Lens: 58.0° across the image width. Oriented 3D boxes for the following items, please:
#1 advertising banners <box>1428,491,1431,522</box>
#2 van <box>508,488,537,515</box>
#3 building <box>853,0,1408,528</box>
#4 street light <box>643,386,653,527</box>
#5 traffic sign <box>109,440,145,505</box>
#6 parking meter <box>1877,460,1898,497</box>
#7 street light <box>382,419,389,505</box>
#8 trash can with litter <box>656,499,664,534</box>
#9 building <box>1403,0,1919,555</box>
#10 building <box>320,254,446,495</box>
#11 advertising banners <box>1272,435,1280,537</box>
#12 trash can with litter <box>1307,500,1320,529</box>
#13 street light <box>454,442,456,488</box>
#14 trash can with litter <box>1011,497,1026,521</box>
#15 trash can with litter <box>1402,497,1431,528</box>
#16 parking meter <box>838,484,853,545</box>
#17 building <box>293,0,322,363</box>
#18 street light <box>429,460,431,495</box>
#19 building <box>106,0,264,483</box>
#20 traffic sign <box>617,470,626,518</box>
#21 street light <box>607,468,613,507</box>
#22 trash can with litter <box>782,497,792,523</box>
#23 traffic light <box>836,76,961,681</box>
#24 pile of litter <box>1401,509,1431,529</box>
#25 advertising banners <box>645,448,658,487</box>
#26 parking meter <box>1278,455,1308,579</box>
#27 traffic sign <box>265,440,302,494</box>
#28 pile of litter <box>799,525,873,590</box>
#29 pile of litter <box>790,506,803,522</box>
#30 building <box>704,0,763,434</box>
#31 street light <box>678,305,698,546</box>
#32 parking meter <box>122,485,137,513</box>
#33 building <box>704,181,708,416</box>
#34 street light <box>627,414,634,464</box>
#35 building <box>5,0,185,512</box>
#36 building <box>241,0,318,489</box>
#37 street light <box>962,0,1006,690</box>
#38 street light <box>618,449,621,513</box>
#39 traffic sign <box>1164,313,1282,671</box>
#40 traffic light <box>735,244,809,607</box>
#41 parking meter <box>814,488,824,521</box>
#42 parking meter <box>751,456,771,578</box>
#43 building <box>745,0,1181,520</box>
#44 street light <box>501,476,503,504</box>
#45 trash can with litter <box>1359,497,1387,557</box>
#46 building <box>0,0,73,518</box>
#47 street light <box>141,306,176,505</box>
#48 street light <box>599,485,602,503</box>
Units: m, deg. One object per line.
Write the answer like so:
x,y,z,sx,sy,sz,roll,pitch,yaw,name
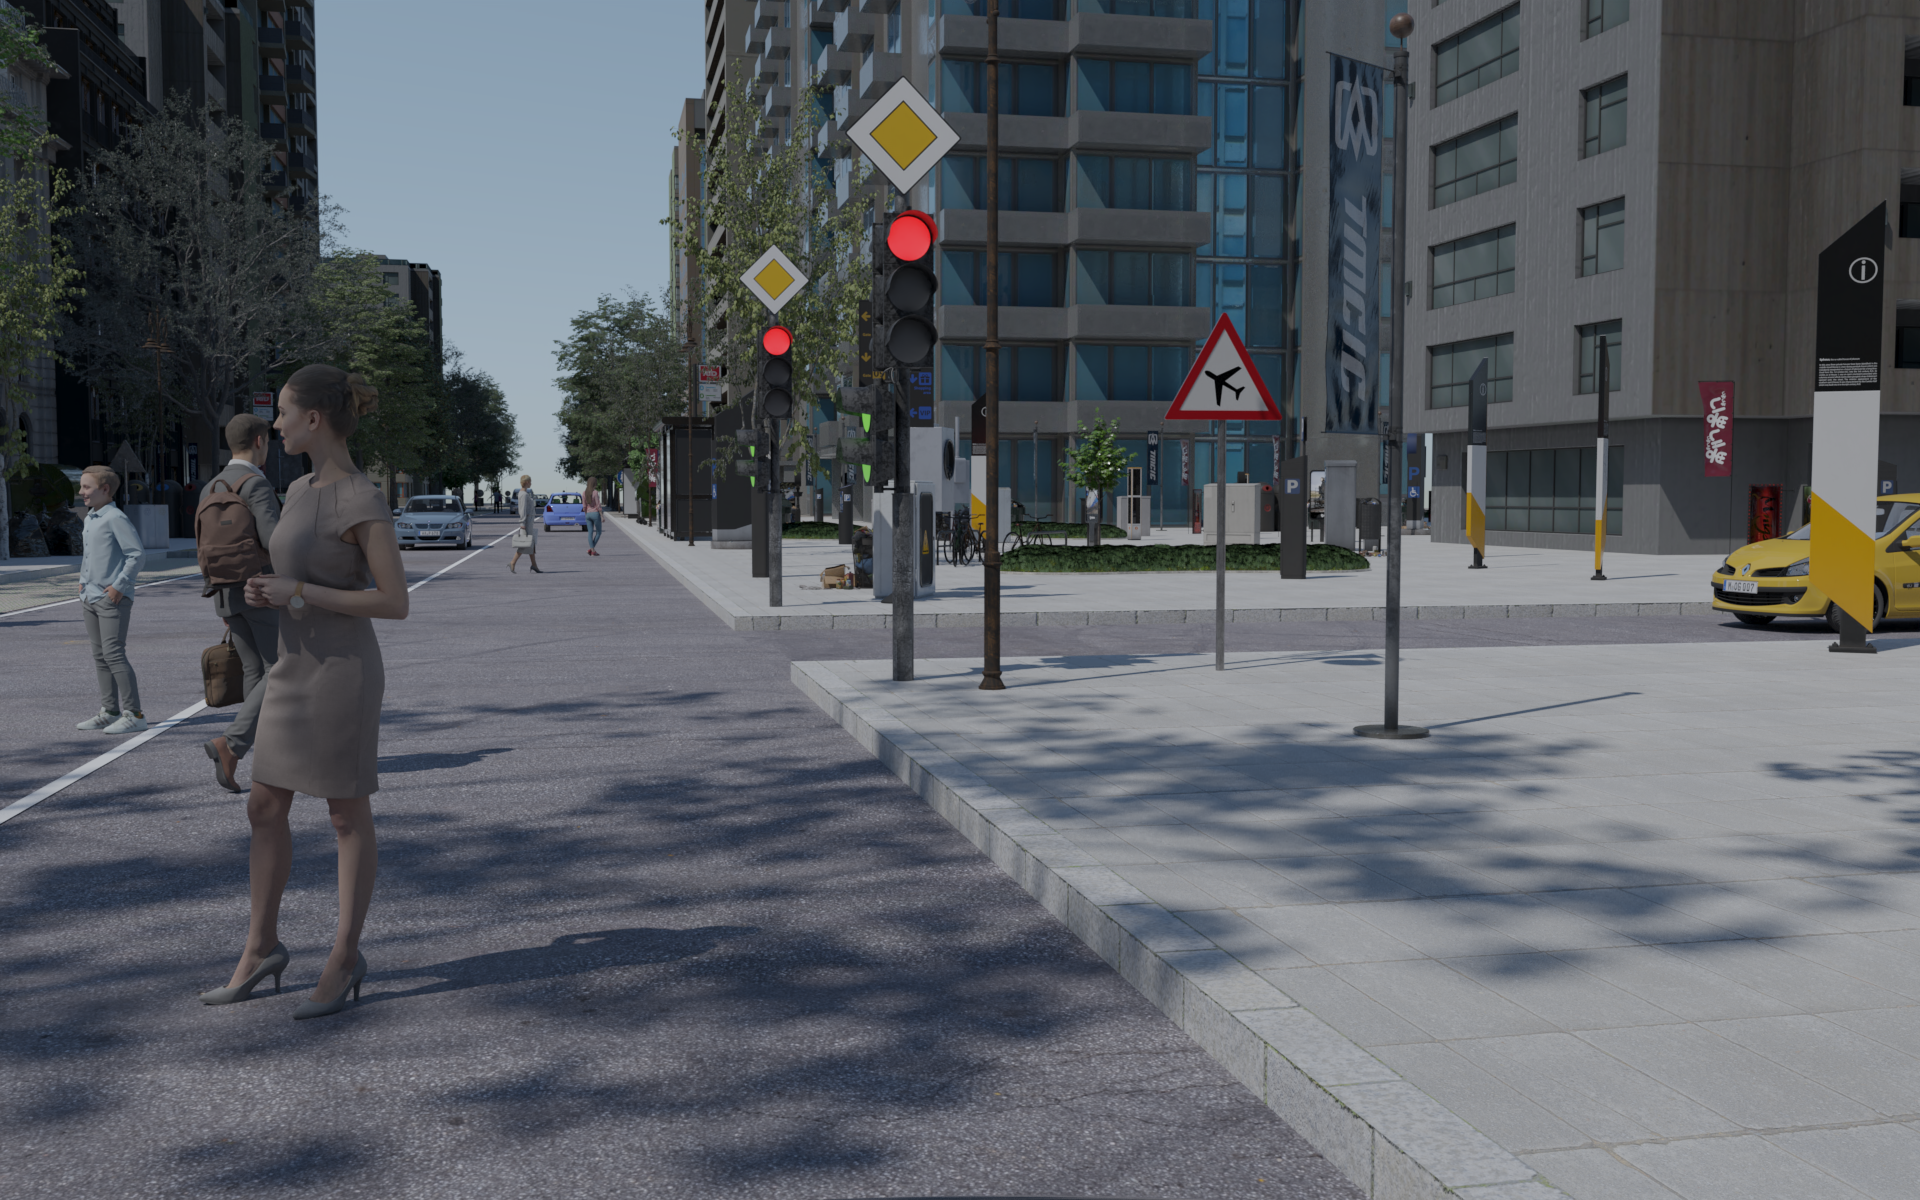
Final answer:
21.797,-5.097,79.516,2.074,3.025,0.090,1,4,21,advertising banners
-30.787,-7.031,121.970,2.013,2.044,4.112,-1,4,-12,van
5.687,-28.026,77.841,23.786,49.044,30.456,-1,4,-12,building
-12.121,-5.801,67.636,0.468,5.910,1.993,-1,4,-12,street light
-20.010,-2.542,41.562,0.884,2.594,0.081,0,4,-7,traffic sign
15.531,-1.435,29.181,0.399,1.863,0.255,0,4,-8,parking meter
-30.433,-7.294,92.040,0.468,5.910,1.993,-1,4,-12,street light
-9.617,-2.739,56.171,0.624,1.170,1.055,-1,4,-19,trash can with litter
19.789,-16.394,39.737,14.107,30.474,14.160,-1,4,-12,building
-71.260,-26.982,212.851,14.160,30.474,14.107,-1,4,-12,building
9.779,-3.408,51.901,0.090,3.025,2.074,2,4,35,advertising banners
12.842,-3.159,63.031,0.624,1.170,1.055,0,4,7,trash can with litter
-41.333,-10.338,141.815,0.468,5.910,1.993,-1,4,-12,street light
2.073,-2.738,56.146,1.055,1.170,0.624,0,4,-7,trash can with litter
16.254,-3.085,61.831,1.055,1.170,0.624,0,4,-3,trash can with litter
-2.904,-2.179,44.045,0.372,1.533,0.369,0,3,0,parking meter
-60.246,-42.771,137.551,20.563,71.187,20.611,-1,4,-12,building
-35.809,-8.817,116.944,0.468,5.910,1.993,-1,4,-12,street light
-46.846,-19.742,94.486,14.160,30.474,14.107,-1,4,-12,building
-17.688,-5.581,91.358,0.768,2.556,0.104,0,4,-3,traffic sign
-28.479,-10.346,141.941,0.468,5.910,1.993,-1,4,-12,street light
-5.917,-2.948,59.580,0.624,1.170,1.055,-2,4,-34,trash can with litter
-0.410,-1.400,11.814,0.839,4.253,0.868,-1,4,-12,traffic light
15.852,-2.835,60.313,1.176,0.858,1.719,-2,4,-34,pile of litter
-11.051,-4.274,66.063,2.074,3.025,0.090,1,4,17,advertising banners
5.022,-1.250,26.143,0.399,1.863,0.255,1,4,22,parking meter
-25.925,-4.361,65.169,2.265,3.308,0.079,0,4,-6,traffic sign
-1.414,-0.599,23.753,1.719,0.858,1.176,-1,4,-13,pile of litter
-5.852,-2.972,62.555,1.719,0.858,1.176,-1,4,-23,pile of litter
-8.825,-31.497,138.684,21.300,48.544,21.600,-1,4,-12,building
-6.608,-4.261,42.451,0.468,5.910,1.993,-1,4,-12,street light
-22.850,-2.403,47.693,0.372,1.533,0.369,0,3,0,parking meter
-16.002,-23.504,155.989,14.160,30.474,14.107,-1,4,-12,building
-17.647,-7.328,92.600,0.468,5.910,1.993,-1,4,-12,street light
-40.527,-14.775,71.252,12.332,23.373,15.834,-1,4,-12,building
-55.162,-28.108,114.190,22.147,44.769,28.867,-1,4,-12,building
0.211,-2.351,11.228,0.468,5.910,1.993,-1,4,-12,street light
-23.052,-8.823,117.049,0.468,5.910,1.993,-1,4,-12,street light
1.889,-0.765,12.517,0.884,2.594,0.081,-1,4,-11,traffic sign
-2.117,-1.877,19.616,0.839,4.253,0.868,-1,4,-12,traffic light
-5.517,-3.623,67.648,0.372,1.533,0.369,0,3,0,parking meter
-3.032,-1.281,26.660,0.255,1.863,0.399,1,4,14,parking meter
-2.122,-30.210,113.539,23.786,49.044,30.456,-1,4,-12,building
-59.051,-15.314,223.173,0.468,5.910,1.993,-1,4,-12,street light
8.095,-1.514,35.818,2.233,1.210,1.678,-2,4,-23,trash can with litter
-36.971,-12.838,51.696,13.314,21.916,24.055,-1,4,-12,building
-19.682,-4.274,42.660,0.468,5.910,1.993,-1,4,-12,street light
-40.527,-13.724,197.173,0.468,5.910,1.993,-1,4,-12,street light
